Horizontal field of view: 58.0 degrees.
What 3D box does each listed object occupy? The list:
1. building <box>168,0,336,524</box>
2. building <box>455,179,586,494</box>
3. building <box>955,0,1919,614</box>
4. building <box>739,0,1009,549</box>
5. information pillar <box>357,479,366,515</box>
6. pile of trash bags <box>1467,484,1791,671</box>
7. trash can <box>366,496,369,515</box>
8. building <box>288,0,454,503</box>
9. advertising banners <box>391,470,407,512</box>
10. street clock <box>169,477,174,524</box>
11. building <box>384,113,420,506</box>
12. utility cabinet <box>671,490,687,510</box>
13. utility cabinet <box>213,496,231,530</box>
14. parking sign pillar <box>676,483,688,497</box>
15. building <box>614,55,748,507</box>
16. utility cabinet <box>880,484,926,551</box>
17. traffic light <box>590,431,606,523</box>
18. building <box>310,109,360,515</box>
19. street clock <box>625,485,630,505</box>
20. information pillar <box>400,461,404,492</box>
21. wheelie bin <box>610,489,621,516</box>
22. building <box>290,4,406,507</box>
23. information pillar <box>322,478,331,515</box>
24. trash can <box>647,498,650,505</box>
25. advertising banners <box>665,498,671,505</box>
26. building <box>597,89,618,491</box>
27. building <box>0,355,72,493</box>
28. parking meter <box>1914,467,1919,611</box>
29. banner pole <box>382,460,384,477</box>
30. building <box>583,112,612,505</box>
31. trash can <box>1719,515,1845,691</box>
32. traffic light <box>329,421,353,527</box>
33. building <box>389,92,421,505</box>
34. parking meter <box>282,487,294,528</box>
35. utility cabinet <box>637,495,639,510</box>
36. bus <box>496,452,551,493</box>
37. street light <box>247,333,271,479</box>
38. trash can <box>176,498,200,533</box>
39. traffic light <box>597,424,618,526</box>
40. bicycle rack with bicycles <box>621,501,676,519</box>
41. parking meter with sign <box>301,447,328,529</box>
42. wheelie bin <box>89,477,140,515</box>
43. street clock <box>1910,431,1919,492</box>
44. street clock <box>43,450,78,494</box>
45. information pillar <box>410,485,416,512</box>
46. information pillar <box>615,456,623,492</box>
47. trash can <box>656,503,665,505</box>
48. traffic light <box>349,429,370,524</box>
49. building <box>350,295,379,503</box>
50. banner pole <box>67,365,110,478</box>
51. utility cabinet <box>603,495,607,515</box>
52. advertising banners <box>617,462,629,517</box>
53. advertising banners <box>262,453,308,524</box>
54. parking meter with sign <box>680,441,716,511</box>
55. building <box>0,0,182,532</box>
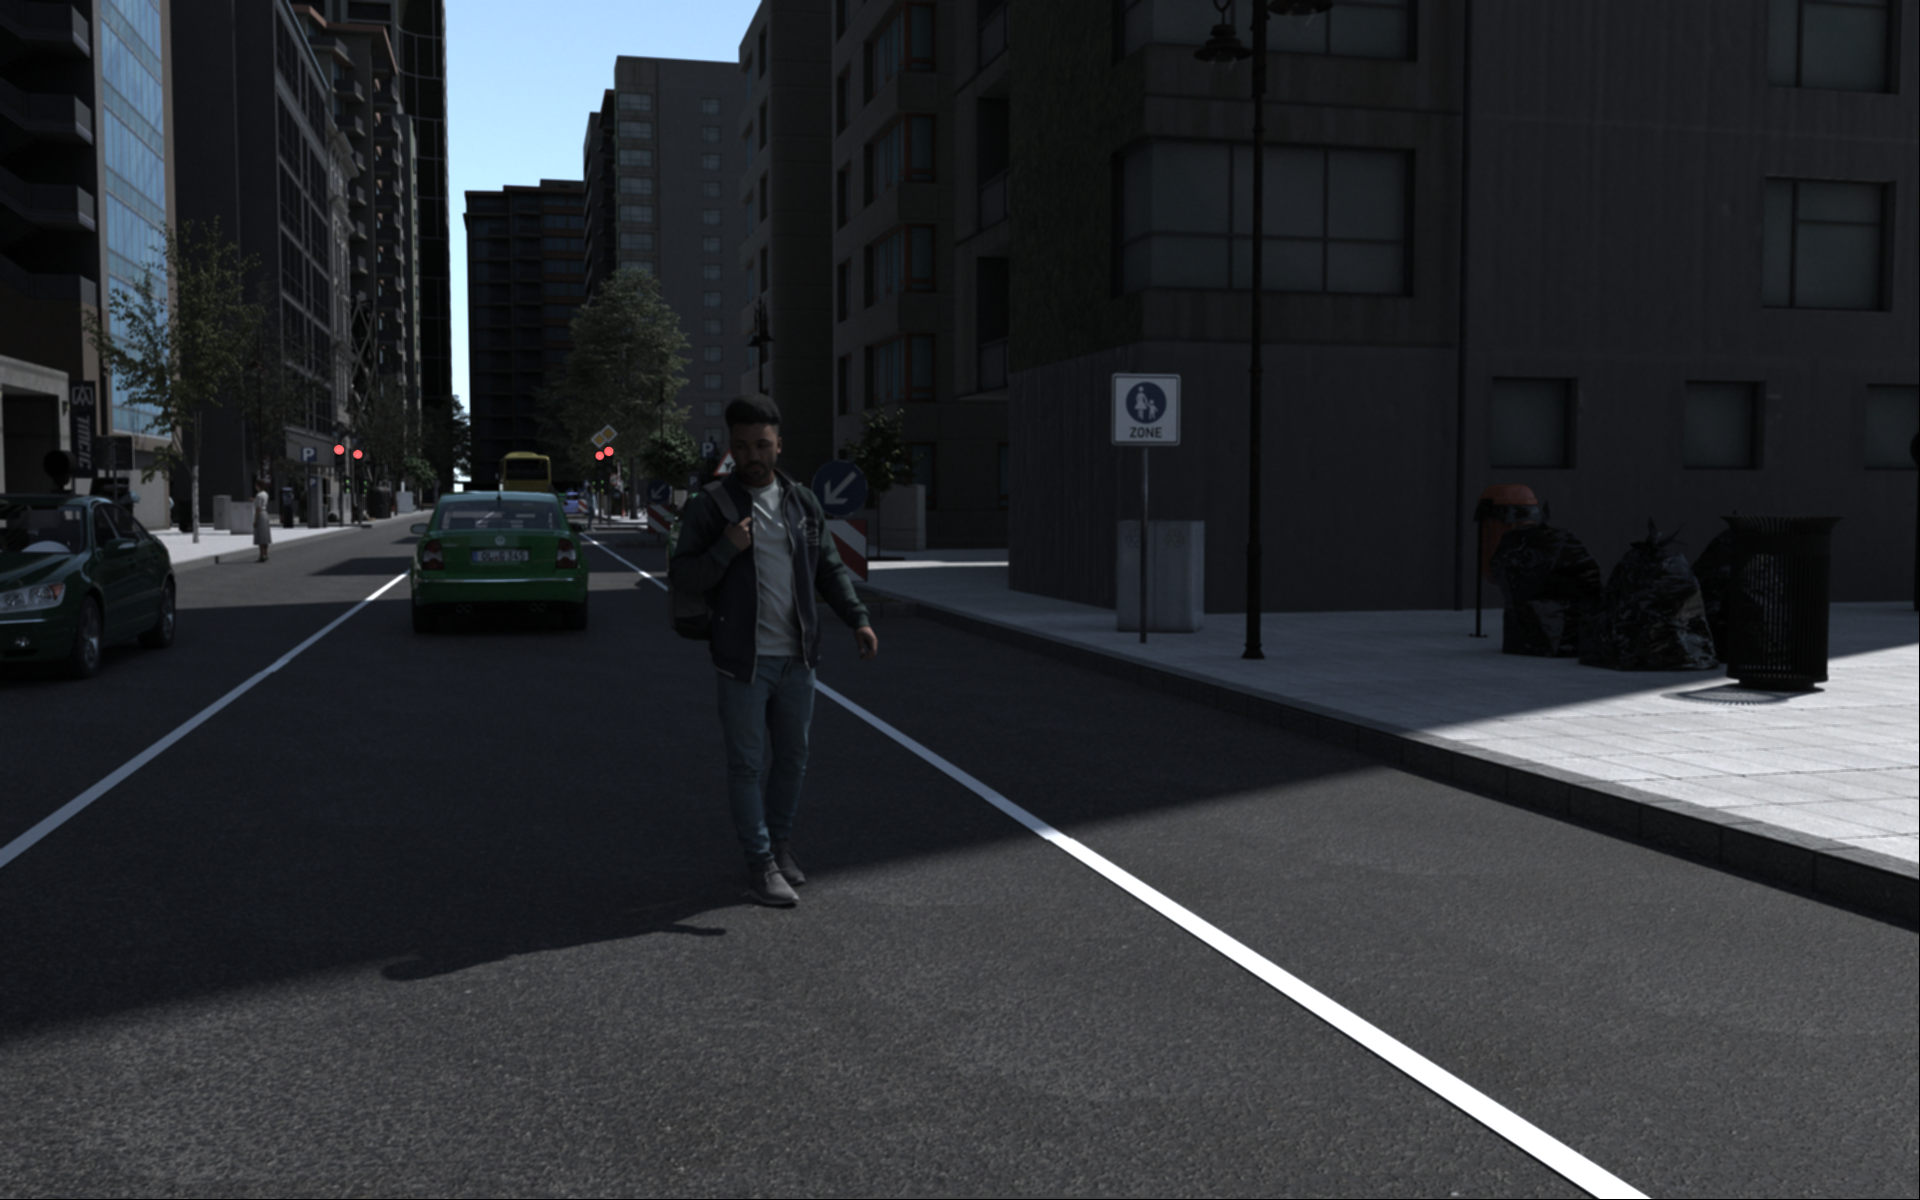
[{"bbox_3d":[-39.639,-17.852,85.390,14.314,27.812,24.014,-1,4,-14],"label":"building"},{"bbox_3d":[-56.175,-36.036,243.813,28.867,44.769,22.147,-1,4,-14],"label":"building"},{"bbox_3d":[7.034,-20.906,25.404,14.154,41.232,14.086,-1,4,-14],"label":"building"},{"bbox_3d":[8.423,-12.947,56.731,27.650,21.520,28.899,-1,4,-14],"label":"building"},{"bbox_3d":[-29.773,-4.996,86.184,0.304,2.012,0.304,0,4,5],"label":"information pillar"},{"bbox_3d":[5.221,-0.275,14.241,1.912,1.369,3.447,-1,4,-13],"label":"pile of trash bags"},{"bbox_3d":[-37.249,-5.927,108.555,0.748,1.137,0.748,0,3,0],"label":"trash can"},{"bbox_3d":[-80.677,-48.823,236.500,20.611,71.187,20.563,-1,4,-14],"label":"building"},{"bbox_3d":[-41.304,-7.950,126.177,2.074,3.025,0.090,0,4,-1],"label":"advertising banners"},{"bbox_3d":[-33.673,-4.235,73.809,0.358,2.002,0.471,-3,5,-41],"label":"street clock"},{"bbox_3d":[-64.101,-30.336,179.595,14.154,41.232,14.086,-1,4,-14],"label":"building"},{"bbox_3d":[-16.520,-5.706,101.978,1.173,1.500,0.318,3,5,44],"label":"utility cabinet"},{"bbox_3d":[-26.389,-3.106,61.944,0.306,1.237,1.020,-3,5,-42],"label":"utility cabinet"},{"bbox_3d":[-19.550,-8.171,122.066,1.447,3.967,1.447,1,4,23],"label":"parking sign pillar"},{"bbox_3d":[-26.005,-29.554,166.798,14.154,41.232,14.086,-1,4,-14],"label":"building"},{"bbox_3d":[-1.287,-1.864,39.160,1.173,1.500,0.318,3,5,44],"label":"utility cabinet"},{"bbox_3d":[-16.030,-5.385,76.971,0.839,4.253,0.868,-1,4,-14],"label":"traffic light"},{"bbox_3d":[-45.649,-19.630,108.338,14.401,28.519,23.554,-1,4,-14],"label":"building"},{"bbox_3d":[-25.874,-7.960,134.709,0.471,2.002,0.358,3,4,38],"label":"street clock"},{"bbox_3d":[-38.292,-7.803,118.941,0.183,3.616,0.504,0,4,0],"label":"information pillar"},{"bbox_3d":[-20.262,-5.755,102.001,0.693,1.594,0.980,-3,5,-41],"label":"wheelie bin"},{"bbox_3d":[-62.869,-30.768,157.682,22.147,44.769,28.867,-1,4,-14],"label":"building"},{"bbox_3d":[-28.797,-4.538,78.686,0.304,2.012,0.304,0,4,6],"label":"information pillar"},{"bbox_3d":[-25.739,-8.111,144.260,0.748,1.137,0.748,0,3,0],"label":"trash can"},{"bbox_3d":[-24.209,-9.082,144.681,2.074,3.025,0.090,2,4,34],"label":"advertising banners"},{"bbox_3d":[-27.703,-32.645,188.378,22.147,44.769,28.867,-1,4,-14],"label":"building"},{"bbox_3d":[-26.772,-35.955,26.123,20.563,71.187,20.611,-1,4,-14],"label":"building"},{"bbox_3d":[10.645,-0.808,18.918,0.399,1.863,0.255,-3,5,-40],"label":"parking meter"},{"bbox_3d":[-42.743,-8.460,128.343,0.401,3.779,0.863,-2,4,-29],"label":"banner pole"},{"bbox_3d":[-34.678,-36.011,212.480,21.300,48.544,21.600,-1,4,-14],"label":"building"},{"bbox_3d":[5.414,0.012,11.452,0.748,1.137,0.748,0,3,0],"label":"trash can"},{"bbox_3d":[-23.854,-4.759,66.730,0.839,4.253,0.868,-1,4,-14],"label":"traffic light"},{"bbox_3d":[-74.920,-35.417,202.771,21.600,48.544,21.300,-1,4,-14],"label":"building"},{"bbox_3d":[-25.519,-3.508,65.760,0.372,1.533,0.369,0,3,0],"label":"parking meter"},{"bbox_3d":[-25.703,-7.681,136.747,0.306,1.237,1.020,-3,5,-41],"label":"utility cabinet"},{"bbox_3d":[-25.451,-6.691,100.951,2.896,3.916,12.252,-1,4,-16],"label":"bus"},{"bbox_3d":[-20.111,-4.711,49.810,0.468,5.910,1.993,-1,4,-14],"label":"street light"},{"bbox_3d":[-25.659,-2.810,57.603,0.748,1.137,0.748,0,3,0],"label":"trash can"},{"bbox_3d":[-14.058,-4.912,69.233,0.839,4.253,0.868,-1,4,-14],"label":"traffic light"},{"bbox_3d":[-16.505,-4.736,90.810,2.852,0.926,2.925,-2,4,-32],"label":"bicycle rack with bicycles"},{"bbox_3d":[-24.140,-4.196,64.865,0.543,3.016,1.738,0,4,-6],"label":"parking meter with sign"},{"bbox_3d":[-15.914,-1.508,32.571,0.980,1.594,0.693,-3,5,-43],"label":"wheelie bin"},{"bbox_3d":[10.302,-0.840,18.302,0.471,2.002,0.358,1,4,18],"label":"street clock"},{"bbox_3d":[-14.797,-1.466,28.538,0.471,2.002,0.358,0,4,7],"label":"street clock"},{"bbox_3d":[-40.260,-7.523,127.494,0.304,2.012,0.304,2,4,34],"label":"information pillar"},{"bbox_3d":[-21.186,-7.105,107.518,0.504,3.616,0.183,2,4,24],"label":"information pillar"},{"bbox_3d":[-20.987,-6.708,121.321,0.748,1.137,0.748,0,3,0],"label":"trash can"},{"bbox_3d":[-25.825,-5.232,74.469,0.839,4.253,0.868,-1,4,-14],"label":"traffic light"},{"bbox_3d":[-52.044,-15.943,128.114,16.820,18.784,16.811,-1,4,-14],"label":"building"},{"bbox_3d":[-16.845,-2.671,33.685,0.863,3.779,0.401,-1,4,-18],"label":"banner pole"},{"bbox_3d":[-20.843,-5.668,103.838,1.020,1.237,0.306,0,4,7],"label":"utility cabinet"},{"bbox_3d":[-18.667,-6.101,95.933,0.090,3.025,2.074,0,4,6],"label":"advertising banners"},{"bbox_3d":[-29.148,-4.814,74.893,2.074,3.025,0.090,-1,4,-20],"label":"advertising banners"},{"bbox_3d":[-8.589,-3.693,56.635,0.543,3.016,1.738,1,4,18],"label":"parking meter with sign"},{"bbox_3d":[-33.371,-24.649,53.122,14.200,45.320,14.600,-1,4,-14],"label":"building"}]
